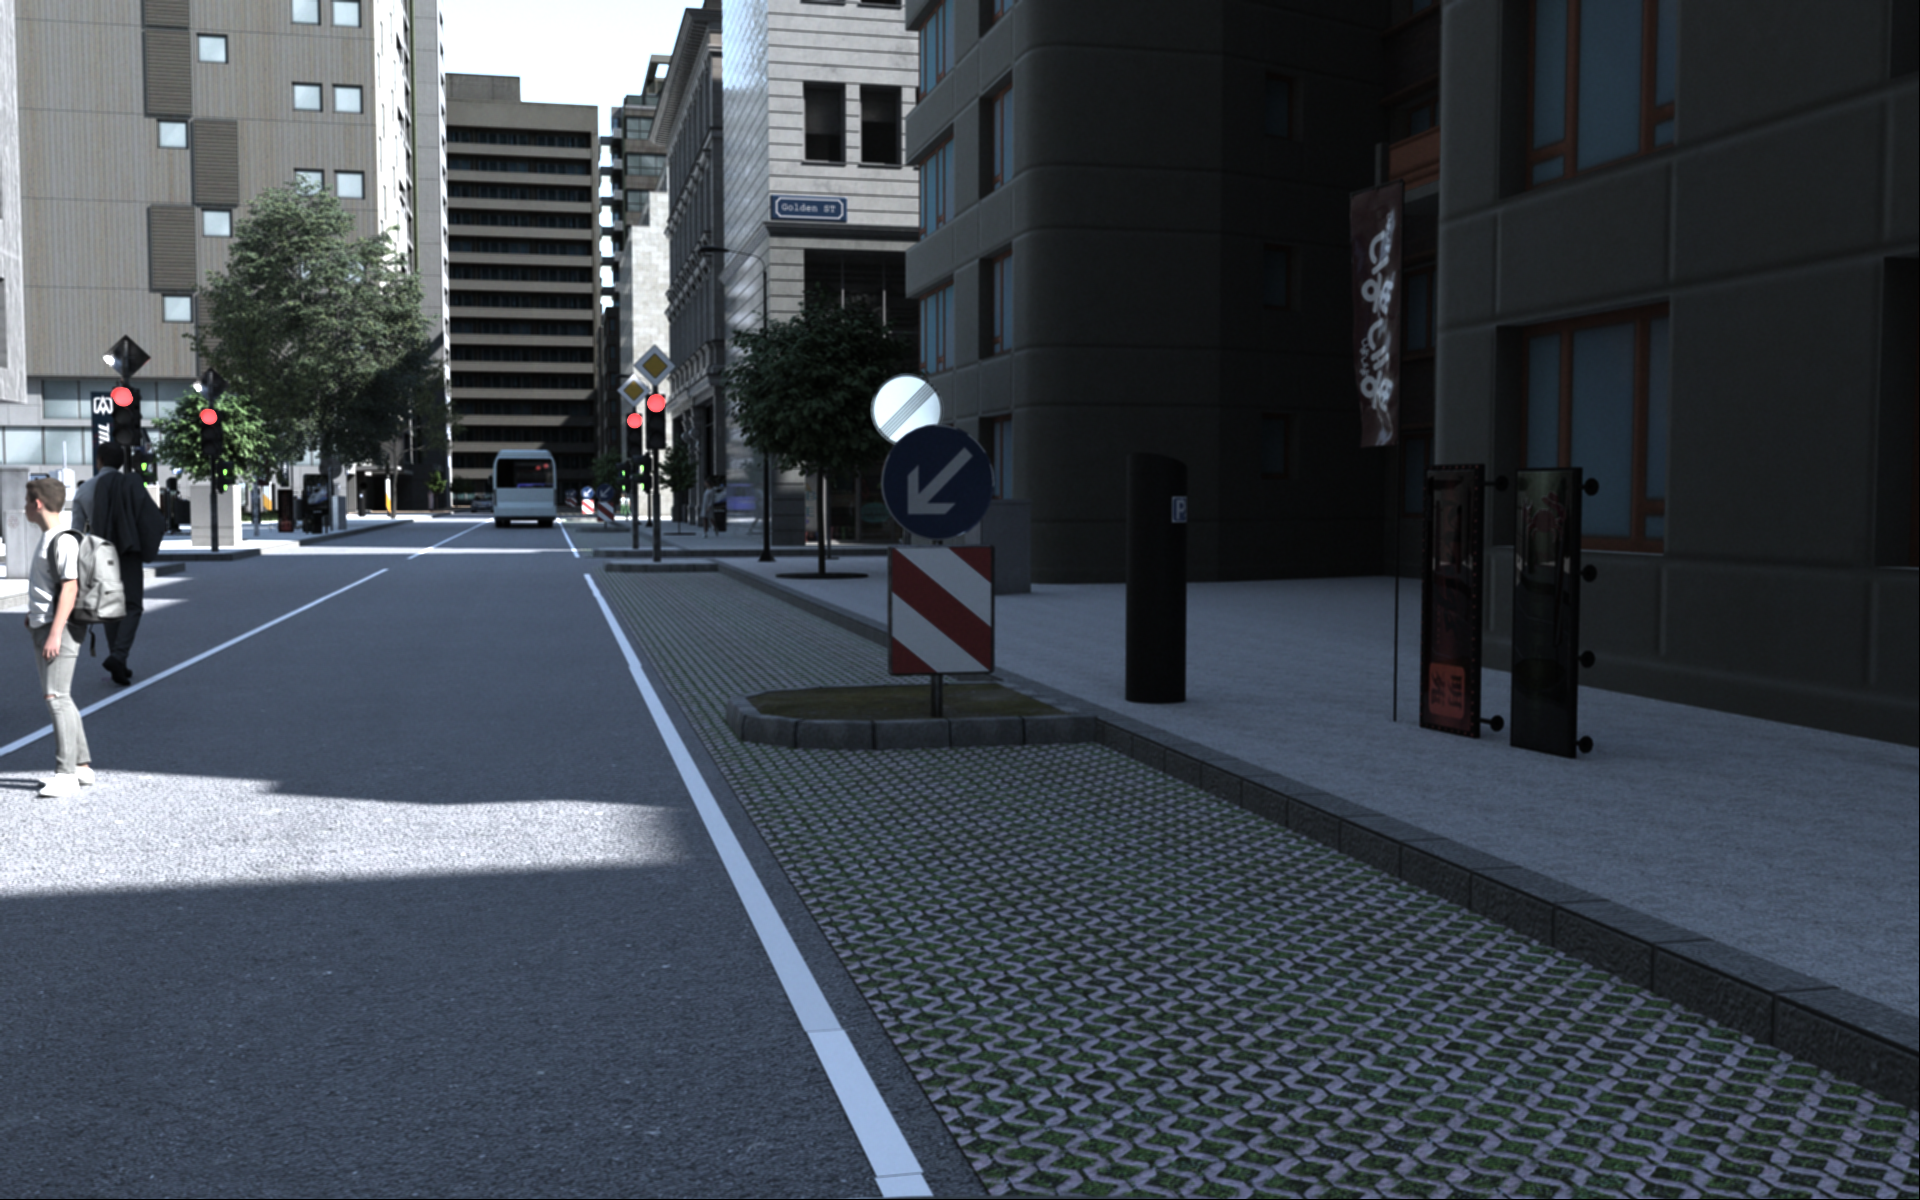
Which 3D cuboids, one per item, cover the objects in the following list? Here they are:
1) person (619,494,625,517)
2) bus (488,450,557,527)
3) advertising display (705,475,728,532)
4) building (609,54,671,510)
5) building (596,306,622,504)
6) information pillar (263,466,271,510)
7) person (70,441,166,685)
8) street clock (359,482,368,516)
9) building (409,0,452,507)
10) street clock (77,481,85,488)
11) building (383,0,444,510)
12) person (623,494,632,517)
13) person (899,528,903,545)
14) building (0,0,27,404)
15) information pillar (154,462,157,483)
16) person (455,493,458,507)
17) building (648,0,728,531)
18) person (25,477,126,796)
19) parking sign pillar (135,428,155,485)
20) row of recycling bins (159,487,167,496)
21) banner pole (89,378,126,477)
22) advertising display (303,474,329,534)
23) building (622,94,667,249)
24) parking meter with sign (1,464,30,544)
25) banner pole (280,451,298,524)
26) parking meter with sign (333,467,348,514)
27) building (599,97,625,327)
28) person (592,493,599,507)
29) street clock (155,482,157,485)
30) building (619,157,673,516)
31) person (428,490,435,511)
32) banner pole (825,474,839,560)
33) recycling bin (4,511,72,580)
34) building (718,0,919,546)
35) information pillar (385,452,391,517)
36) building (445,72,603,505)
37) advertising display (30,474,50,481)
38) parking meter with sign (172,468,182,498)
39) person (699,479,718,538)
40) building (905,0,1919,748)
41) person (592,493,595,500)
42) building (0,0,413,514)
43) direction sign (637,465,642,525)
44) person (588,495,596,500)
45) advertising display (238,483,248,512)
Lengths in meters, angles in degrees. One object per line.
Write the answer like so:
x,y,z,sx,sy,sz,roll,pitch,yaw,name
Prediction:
-19.077,-5.373,98.145,0.590,1.304,0.306,3,5,44,person
-19.835,-5.114,78.481,2.948,3.499,13.247,-1,4,-15,bus
-8.229,-3.306,59.272,0.974,1.923,0.123,0,4,-4,advertising display
-14.842,-28.038,150.303,32.217,40.220,23.993,-1,4,-13,building
-22.475,-20.292,176.810,27.650,21.520,28.899,-1,4,-13,building
-41.676,-6.901,104.183,0.504,3.616,0.183,1,4,12,information pillar
-6.384,-0.279,13.166,0.679,1.850,0.850,-1,4,-11,person
-35.650,-6.054,103.552,0.471,2.002,0.358,-1,4,-19,street clock
-64.921,-38.364,169.249,28.212,58.520,21.231,-1,4,-13,building
-46.944,-5.390,92.694,0.358,2.002,0.471,3,5,44,street clock
-54.604,-43.206,144.668,20.563,71.187,20.611,-1,4,-13,building
-18.453,-5.242,95.992,0.590,1.304,0.306,3,4,38,person
-1.315,-1.896,41.290,0.306,1.304,0.590,2,4,30,person
-22.278,-20.821,24.025,14.086,41.232,14.154,-1,4,-13,building
-48.761,-6.928,104.623,0.504,3.616,0.183,-2,4,-34,information pillar
-49.374,-9.832,170.012,0.599,1.433,0.991,-1,4,-19,person
-8.821,-13.988,79.607,10.553,20.767,40.483,-1,4,-13,building
-4.370,0.164,8.411,0.503,1.515,0.523,2,4,24,person
-32.771,-4.965,69.650,1.447,3.967,1.447,-3,4,-39,parking sign pillar
-50.597,-6.098,106.816,3.534,1.692,1.069,-1,4,-14,row of recycling bins
-18.281,-2.898,37.391,0.863,3.779,0.401,-2,4,-30,banner pole
-20.822,-3.108,56.023,0.123,1.923,0.974,2,4,24,advertising display
-18.187,-21.921,130.102,14.160,30.474,14.107,-1,4,-13,building
-24.332,-2.958,44.616,1.738,3.016,0.543,-2,4,-25,parking meter with sign
-29.123,-5.200,75.035,0.401,3.779,0.863,2,4,27,banner pole
-39.462,-6.901,109.095,1.738,3.016,0.543,-1,4,-10,parking meter with sign
-28.233,-36.162,210.862,30.456,49.044,23.786,-1,4,-13,building
-34.805,-9.781,165.946,0.705,1.826,1.348,1,4,20,person
-46.287,-5.800,99.398,0.471,2.002,0.358,3,4,38,street clock
-15.440,-15.458,107.483,10.420,20.320,16.860,-1,4,-13,building
-40.192,-7.644,131.691,0.551,1.740,0.621,0,4,4,person
-2.588,-2.676,33.775,0.401,3.779,0.863,0,4,2,banner pole
-13.907,-0.835,26.201,0.722,1.027,0.722,0,4,6,recycling bin
8.408,-16.701,50.546,29.804,29.767,11.434,-1,4,-13,building
-32.062,-6.465,97.059,0.183,3.616,0.504,0,4,0,information pillar
-53.392,-35.504,204.190,21.600,48.544,21.300,-1,4,-13,building
-29.169,-3.018,54.562,0.974,1.923,0.123,0,4,-1,advertising display
-45.764,-6.403,100.948,0.543,3.016,1.738,-1,4,-13,parking meter with sign
-7.382,-2.701,50.961,0.466,1.731,0.760,1,4,17,person
15.775,-10.811,21.796,27.650,21.520,28.899,-1,4,-13,building
-37.434,-10.376,176.394,1.217,1.736,0.721,0,4,5,person
-53.417,-32.482,120.323,28.713,52.752,27.495,-1,4,-13,building
-13.589,-4.947,72.878,0.379,3.537,0.876,-1,4,-23,direction sign
-34.443,-9.453,161.116,1.217,1.766,0.721,0,4,6,person
-40.701,-5.695,98.326,0.974,1.923,0.123,3,5,43,advertising display
